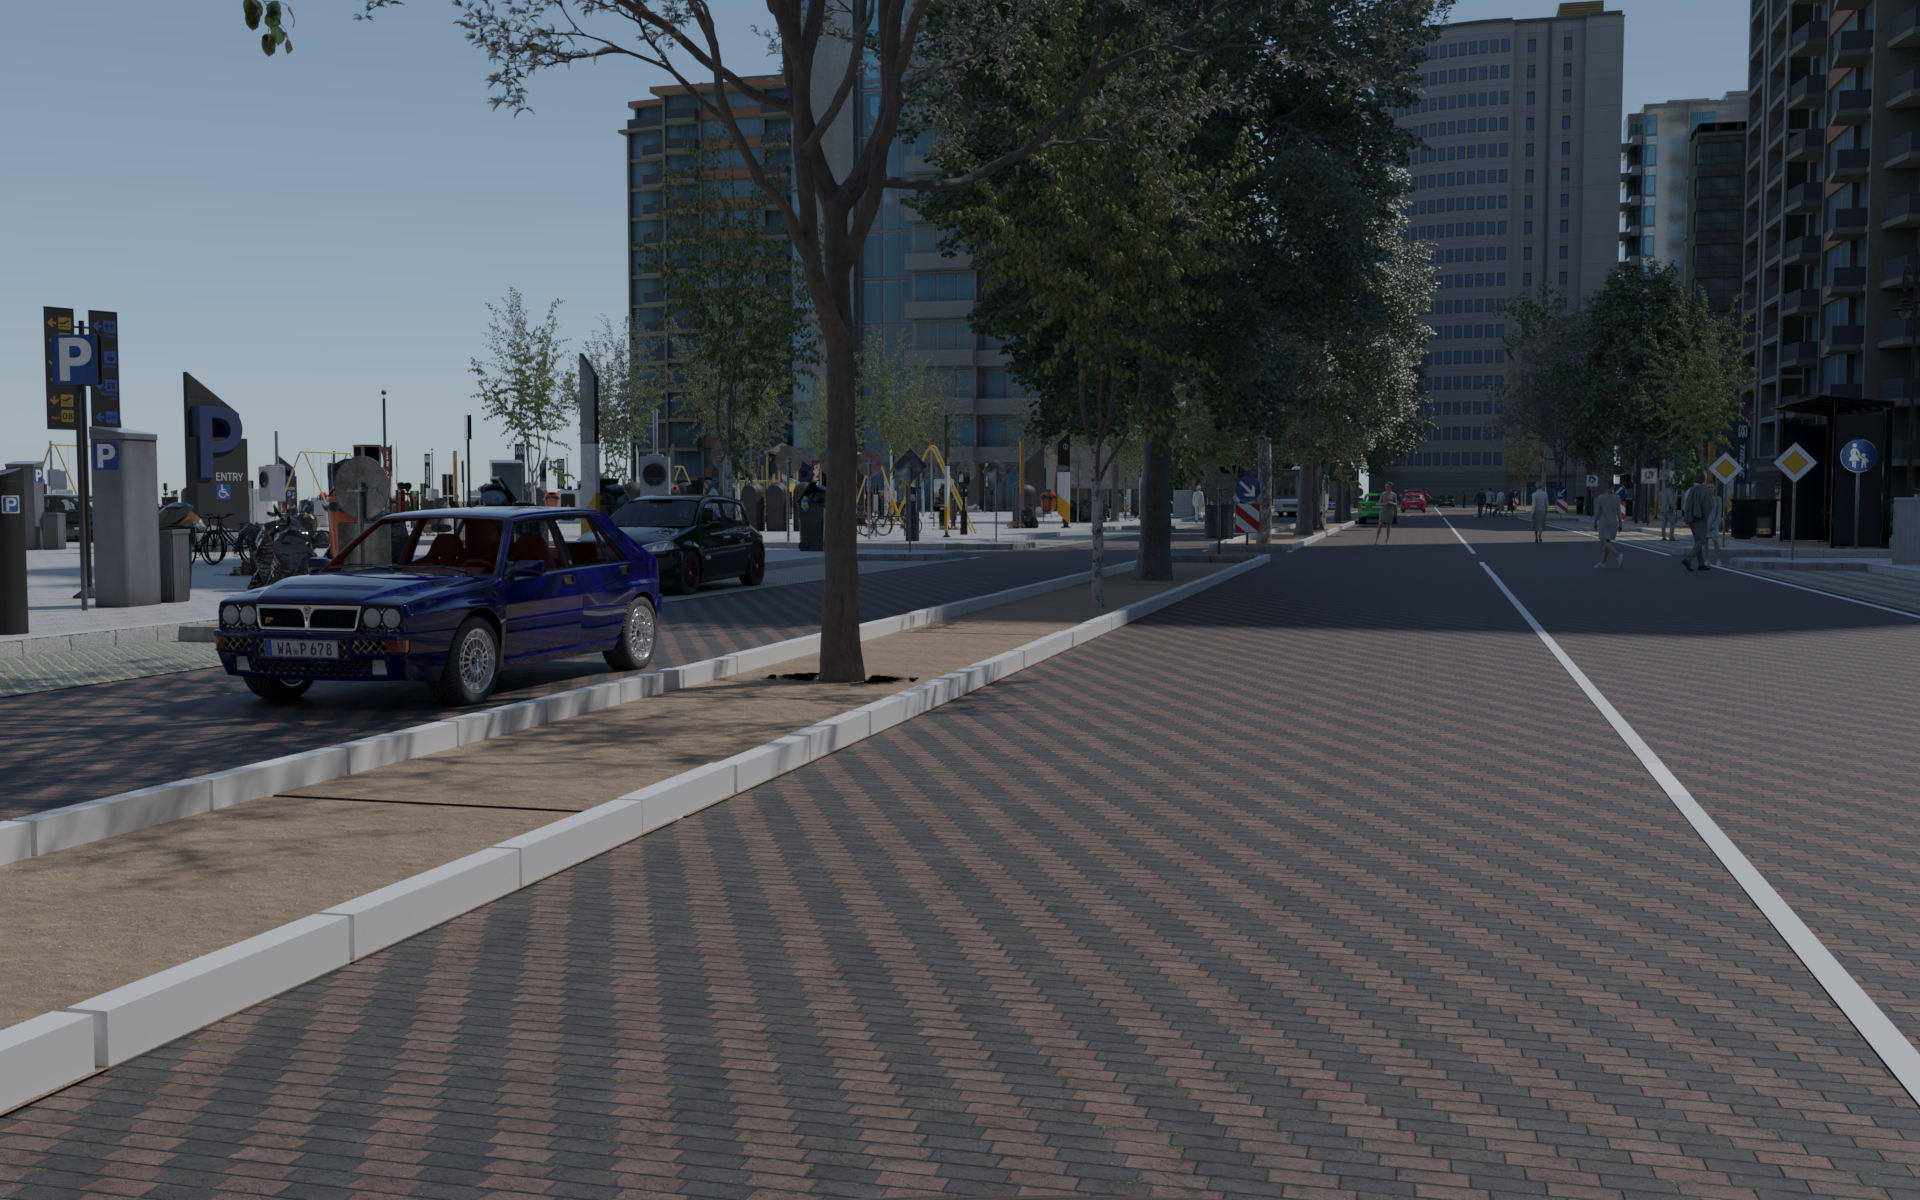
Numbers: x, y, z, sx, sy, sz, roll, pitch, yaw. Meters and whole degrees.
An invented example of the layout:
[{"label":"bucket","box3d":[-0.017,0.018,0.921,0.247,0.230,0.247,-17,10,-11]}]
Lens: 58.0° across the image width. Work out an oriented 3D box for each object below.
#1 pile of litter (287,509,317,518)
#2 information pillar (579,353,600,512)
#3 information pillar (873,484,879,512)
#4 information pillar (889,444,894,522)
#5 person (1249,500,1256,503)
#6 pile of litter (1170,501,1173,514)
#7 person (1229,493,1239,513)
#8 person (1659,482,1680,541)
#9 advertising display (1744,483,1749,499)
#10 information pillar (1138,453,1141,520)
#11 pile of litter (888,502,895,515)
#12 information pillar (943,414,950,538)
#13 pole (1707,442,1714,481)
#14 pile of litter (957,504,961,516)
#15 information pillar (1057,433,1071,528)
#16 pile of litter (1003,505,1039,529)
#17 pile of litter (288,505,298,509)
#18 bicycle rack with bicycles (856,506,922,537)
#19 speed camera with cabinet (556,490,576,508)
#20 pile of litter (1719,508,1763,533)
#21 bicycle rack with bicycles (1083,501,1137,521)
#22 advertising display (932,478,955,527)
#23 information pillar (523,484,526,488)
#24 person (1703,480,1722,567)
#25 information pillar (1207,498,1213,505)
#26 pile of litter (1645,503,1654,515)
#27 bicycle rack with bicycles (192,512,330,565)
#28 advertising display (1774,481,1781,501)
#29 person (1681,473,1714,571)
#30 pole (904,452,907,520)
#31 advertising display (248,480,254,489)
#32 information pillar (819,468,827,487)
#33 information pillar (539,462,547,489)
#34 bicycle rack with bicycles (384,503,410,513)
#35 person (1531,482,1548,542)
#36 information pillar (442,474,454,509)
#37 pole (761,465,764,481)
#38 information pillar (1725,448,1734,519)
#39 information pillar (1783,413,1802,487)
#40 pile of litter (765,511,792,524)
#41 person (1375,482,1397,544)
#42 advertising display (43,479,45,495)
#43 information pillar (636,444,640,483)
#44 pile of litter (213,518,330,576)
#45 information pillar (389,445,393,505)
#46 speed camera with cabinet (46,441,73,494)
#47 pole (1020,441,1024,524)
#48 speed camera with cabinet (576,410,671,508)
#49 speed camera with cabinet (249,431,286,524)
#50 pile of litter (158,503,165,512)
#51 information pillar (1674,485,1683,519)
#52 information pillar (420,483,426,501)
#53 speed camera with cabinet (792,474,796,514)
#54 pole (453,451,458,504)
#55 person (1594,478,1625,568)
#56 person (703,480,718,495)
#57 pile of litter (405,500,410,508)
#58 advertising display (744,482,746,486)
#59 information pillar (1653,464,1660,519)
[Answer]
[{"label":"pile of litter","box3d":[-15.443,-1.656,41.041,1.719,0.858,1.176,0,4,5]},{"label":"information pillar","box3d":[-6.135,-2.282,28.672,0.183,3.616,0.504,-3,5,-42]},{"label":"information pillar","box3d":[-6.007,-7.308,123.971,0.304,2.012,0.304,-3,5,-43]},{"label":"information pillar","box3d":[-3.153,-5.446,80.399,0.183,3.616,0.504,-1,4,-16]},{"label":"person","box3d":[15.039,-4.929,89.435,0.694,1.780,0.624,-1,4,-16]},{"label":"pile of litter","box3d":[13.612,-5.991,111.913,1.719,0.858,1.176,2,4,32]},{"label":"person","box3d":[13.487,-4.665,84.876,0.850,1.850,0.679,2,4,35]},{"label":"person","box3d":[21.571,-2.702,52.778,0.391,1.810,0.635,-2,4,-26]},{"label":"advertising display","box3d":[44.766,-5.661,97.765,0.123,1.923,0.974,-3,5,-41]},{"label":"information pillar","box3d":[9.043,-5.843,86.886,0.183,3.616,0.504,0,4,3]},{"label":"pile of litter","box3d":[-3.948,-5.519,104.194,1.176,0.858,1.719,-3,5,-43]},{"label":"information pillar","box3d":[-0.385,-3.662,51.222,0.183,3.616,0.504,0,4,8]},{"label":"pole","box3d":[29.361,-4.524,67.808,0.158,3.312,0.155,0,3,0]},{"label":"pile of litter","box3d":[-0.084,-5.518,104.183,1.176,0.858,1.719,3,4,36]},{"label":"information pillar","box3d":[3.925,-4.522,65.289,0.504,3.616,0.183,2,4,27]},{"label":"pile of litter","box3d":[2.269,-3.120,64.985,1.719,0.858,1.176,-3,4,-39]},{"label":"pile of litter","box3d":[-26.598,-3.327,68.354,1.176,0.858,1.719,-1,4,-10]},{"label":"bicycle rack with bicycles","box3d":[-2.958,-2.413,52.832,2.925,0.926,2.852,2,4,28]},{"label":"speed camera with cabinet","box3d":[-16.443,-4.958,75.398,2.038,3.252,0.660,0,4,3]},{"label":"pile of litter","box3d":[25.845,-2.649,57.283,1.719,0.858,1.176,-1,4,-12]},{"label":"bicycle rack with bicycles","box3d":[6.636,-4.255,82.950,2.925,0.926,2.852,3,5,44]},{"label":"advertising display","box3d":[-0.647,-3.858,68.289,0.974,1.923,0.123,-2,4,-26]},{"label":"information pillar","box3d":[-32.707,-7.691,130.234,0.304,2.012,0.304,3,4,36]},{"label":"person","box3d":[14.902,-1.524,34.417,0.512,1.701,0.522,2,4,31]},{"label":"information pillar","box3d":[16.192,-6.584,112.147,0.304,2.012,0.304,2,4,28]},{"label":"pile of litter","box3d":[42.523,-5.698,107.132,1.176,0.858,1.719,3,4,37]},{"label":"bicycle rack with bicycles","box3d":[-12.999,-1.110,31.536,2.852,0.926,2.925,2,4,24]},{"label":"advertising display","box3d":[42.079,-5.089,88.420,0.974,1.923,0.123,3,5,45]},{"label":"person","box3d":[13.785,-1.450,32.313,0.850,1.850,0.679,-2,4,-26]},{"label":"pole","box3d":[-2.679,-5.553,84.630,0.158,3.312,0.155,0,3,0]},{"label":"advertising display","box3d":[-33.296,-4.634,80.982,0.974,1.923,0.123,3,5,41]},{"label":"information pillar","box3d":[-3.819,-2.730,49.121,0.304,2.012,0.304,-1,4,-9]},{"label":"information pillar","box3d":[-27.504,-7.521,114.319,0.504,3.616,0.183,-3,5,-40]},{"label":"bicycle rack with bicycles","box3d":[-30.821,-4.841,92.530,2.925,0.926,2.852,-1,4,-21]},{"label":"person","box3d":[17.104,-2.593,51.118,0.478,1.798,0.641,1,4,21]},{"label":"information pillar","box3d":[-18.492,-3.553,62.576,0.304,2.012,0.304,2,4,32]},{"label":"pole","box3d":[-14.033,-7.918,123.298,0.158,3.312,0.155,0,3,0]},{"label":"information pillar","box3d":[39.283,-5.930,88.311,0.183,3.616,0.504,0,4,-2]},{"label":"information pillar","box3d":[23.310,-3.498,48.549,0.504,3.616,0.183,1,4,19]},{"label":"pile of litter","box3d":[-7.959,-3.666,73.911,1.719,0.858,1.176,-1,4,-13]},{"label":"person","box3d":[12.126,-2.475,49.301,0.599,1.781,0.374,1,4,13]},{"label":"advertising display","box3d":[-38.156,-4.039,71.258,0.123,1.923,0.974,3,4,39]},{"label":"information pillar","box3d":[-15.158,-5.523,81.648,0.183,3.616,0.504,-1,4,-22]},{"label":"pile of litter","box3d":[-10.967,-0.825,27.458,1.719,0.858,1.176,2,4,25]},{"label":"information pillar","box3d":[-26.918,-5.539,81.923,0.183,3.616,0.504,0,4,-6]},{"label":"speed camera with cabinet","box3d":[-33.115,-4.245,63.743,0.660,3.252,2.038,-2,4,-35]},{"label":"pole","box3d":[2.398,-4.476,67.028,0.158,3.312,0.155,0,3,0]},{"label":"speed camera with cabinet","box3d":[-7.801,-2.816,40.382,2.038,3.252,0.660,0,4,-5]},{"label":"speed camera with cabinet","box3d":[-22.028,-3.685,54.579,2.038,3.252,0.660,3,5,41]},{"label":"pile of litter","box3d":[-37.115,-4.093,80.880,1.176,0.858,1.719,-3,5,-42]},{"label":"information pillar","box3d":[36.552,-5.117,88.160,0.304,2.012,0.304,0,4,-1]},{"label":"information pillar","box3d":[-36.071,-6.845,116.409,0.304,2.012,0.304,1,4,17]},{"label":"speed camera with cabinet","box3d":[-10.765,-7.200,112.058,0.660,3.252,2.038,0,4,7]},{"label":"pole","box3d":[-23.710,-5.354,81.375,0.158,3.312,0.155,0,3,0]},{"label":"person","box3d":[12.521,-1.472,33.321,0.466,1.731,0.760,-2,4,-30]},{"label":"person","box3d":[-6.312,-2.169,44.221,0.793,1.790,0.793,1,4,19]},{"label":"pile of litter","box3d":[-41.126,-6.987,128.207,1.719,0.858,1.176,-3,5,-42]},{"label":"advertising display","box3d":[-11.453,-5.401,93.523,0.123,1.923,0.974,0,4,8]},{"label":"information pillar","box3d":[35.741,-5.960,88.796,0.183,3.616,0.504,3,4,36]}]
